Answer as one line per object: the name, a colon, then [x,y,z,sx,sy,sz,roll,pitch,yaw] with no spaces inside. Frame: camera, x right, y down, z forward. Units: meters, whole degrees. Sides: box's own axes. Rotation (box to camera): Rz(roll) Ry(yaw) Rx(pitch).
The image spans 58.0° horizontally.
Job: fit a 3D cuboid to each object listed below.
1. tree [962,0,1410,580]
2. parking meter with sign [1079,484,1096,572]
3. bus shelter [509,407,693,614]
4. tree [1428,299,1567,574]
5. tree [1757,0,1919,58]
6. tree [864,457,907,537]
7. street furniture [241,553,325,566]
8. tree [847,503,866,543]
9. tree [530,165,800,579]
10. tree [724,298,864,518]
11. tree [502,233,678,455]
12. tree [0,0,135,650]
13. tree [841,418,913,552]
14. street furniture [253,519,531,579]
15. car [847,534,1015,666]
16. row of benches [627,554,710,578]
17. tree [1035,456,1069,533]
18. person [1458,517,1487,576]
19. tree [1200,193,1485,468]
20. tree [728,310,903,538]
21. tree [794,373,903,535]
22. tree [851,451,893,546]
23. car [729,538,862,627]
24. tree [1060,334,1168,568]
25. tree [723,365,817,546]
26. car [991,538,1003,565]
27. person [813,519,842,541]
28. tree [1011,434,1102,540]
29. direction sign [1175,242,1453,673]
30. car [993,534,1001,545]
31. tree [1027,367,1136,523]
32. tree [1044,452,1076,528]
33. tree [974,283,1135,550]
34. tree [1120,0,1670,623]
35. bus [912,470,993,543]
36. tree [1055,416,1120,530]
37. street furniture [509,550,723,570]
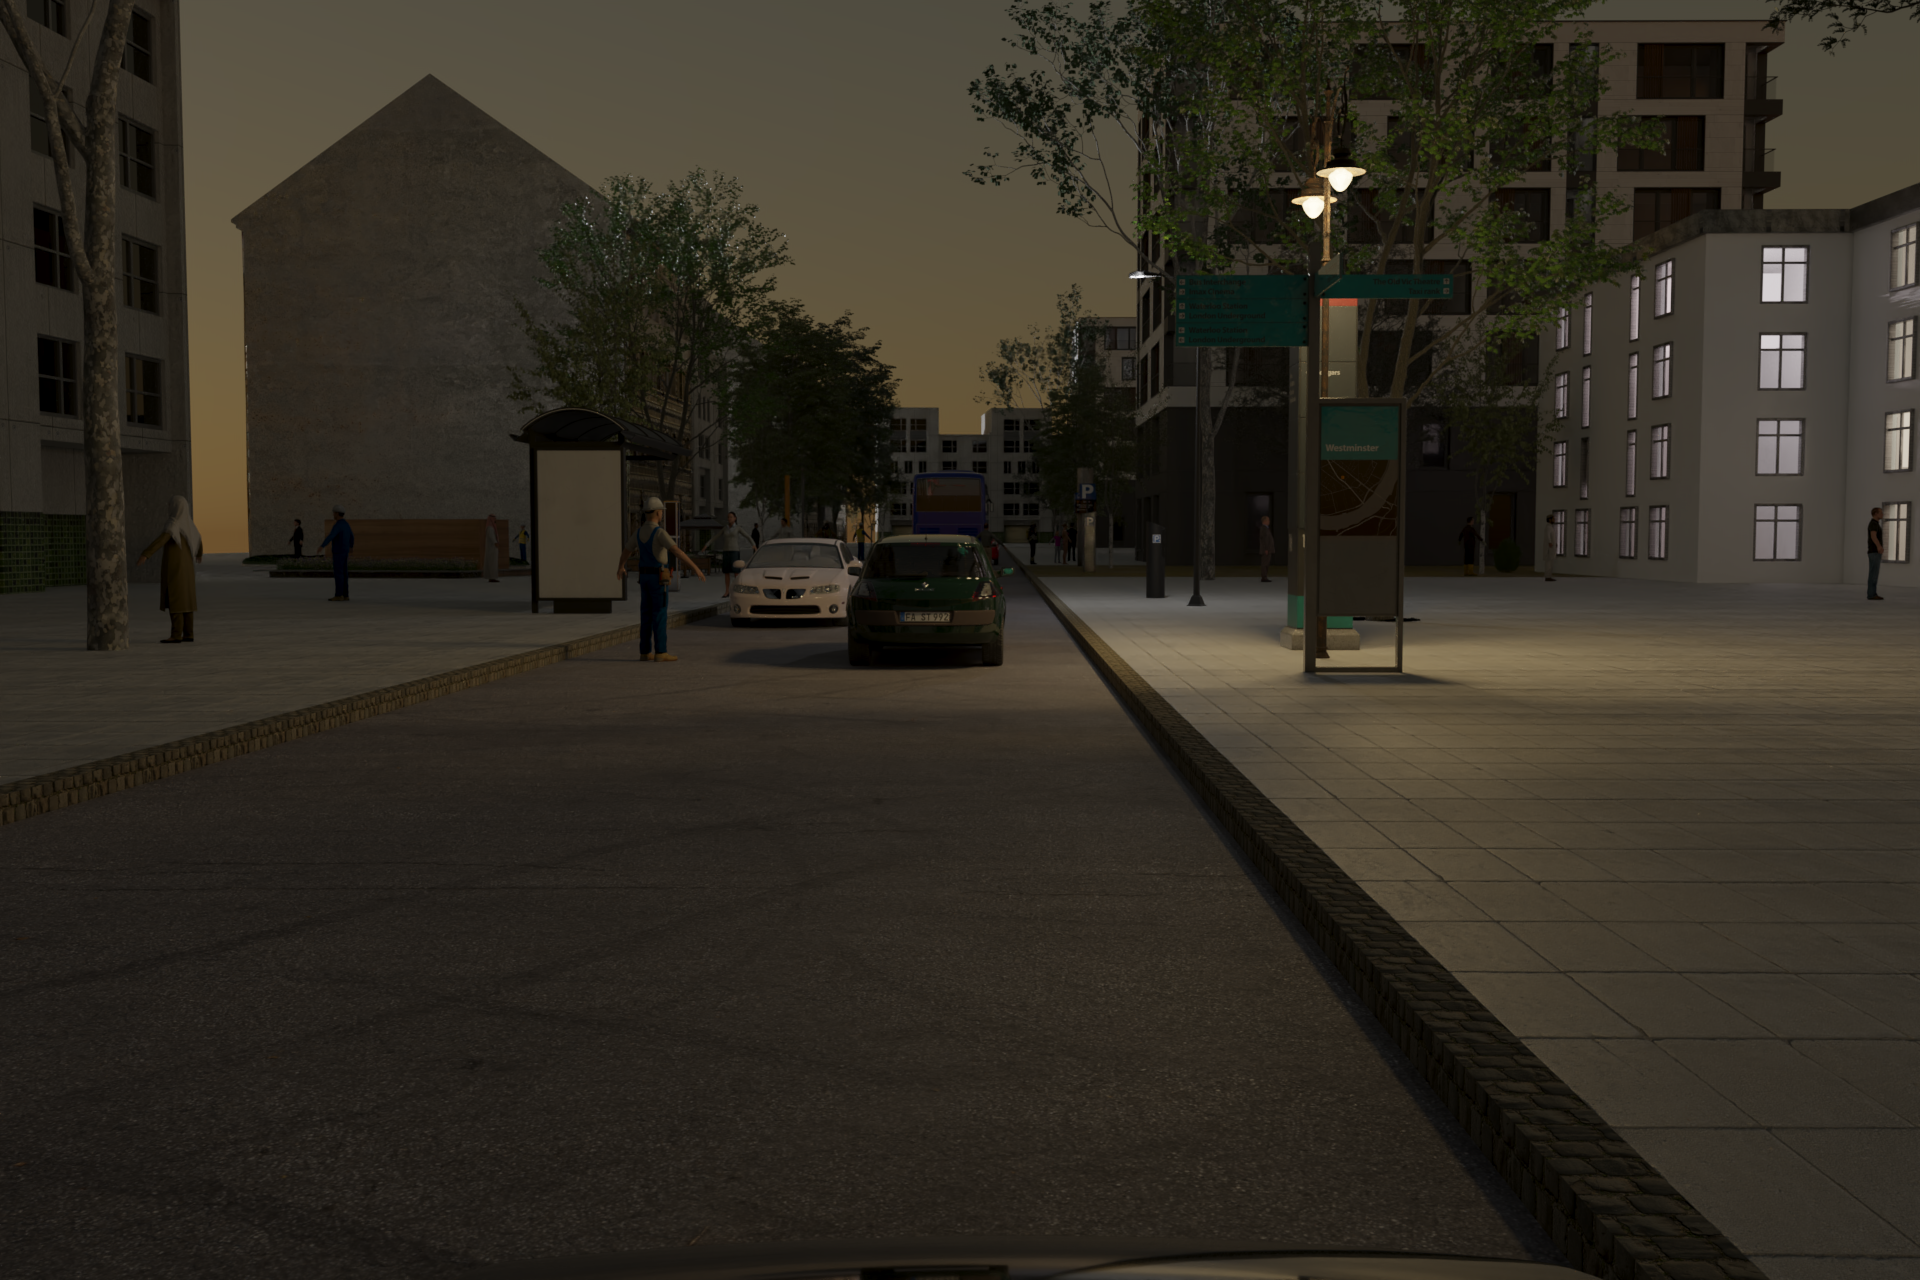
tree: [5.764,-11.686,46.953,12.611,20.169,13.585,0,3,0]
parking meter with sign: [4.380,-3.837,58.996,0.543,3.016,1.738,0,4,1]
bus shelter: [-6.130,-2.228,30.350,2.014,3.302,5.546,0,4,1]
tree: [16.961,-6.416,55.270,4.737,8.622,4.395,0,3,0]
tree: [6.227,-4.453,7.220,8.767,10.594,7.601,3,5,41]
tree: [-6.781,-12.390,152.940,4.737,8.622,4.395,0,3,0]
street furniture: [-24.617,-3.322,69.933,5.734,0.657,10.072,-3,5,-42]
tree: [-14.768,-18.316,249.831,4.360,8.622,3.978,0,3,0]
tree: [-8.480,-7.594,49.914,9.928,11.665,9.643,0,3,0]
tree: [-8.120,-10.132,83.785,7.486,12.596,7.792,0,3,0]
tree: [-8.664,-5.588,41.724,4.737,8.622,4.395,0,3,0]
tree: [-10.820,-9.991,19.236,12.611,20.169,13.585,0,3,0]
tree: [-7.096,-11.464,121.842,8.767,10.594,7.601,3,5,39]
street furniture: [-17.837,-2.837,53.243,9.812,1.723,11.010,1,4,12]
car: [-0.352,-0.640,20.253,2.009,1.686,4.222,0,4,1]
row of benches: [-8.846,-2.254,52.310,1.422,0.672,4.104,1,4,22]
tree: [8.198,-12.335,152.039,4.360,8.622,3.978,0,3,0]
person: [15.664,-2.875,53.144,0.704,1.812,1.346,-1,4,-21]
tree: [13.968,-9.360,63.400,12.009,13.543,11.850,0,3,0]
tree: [-7.981,-11.702,97.990,9.857,13.997,8.962,0,3,0]
tree: [-7.737,-11.207,108.989,9.928,11.665,9.643,0,3,0]
tree: [-7.190,-11.653,140.891,4.360,8.622,3.978,0,3,0]
car: [-2.593,-0.978,28.354,2.083,1.381,4.827,0,4,1]
tree: [5.428,-7.002,64.852,4.360,8.622,3.978,0,3,0]
tree: [-8.750,-7.657,75.558,4.360,8.622,3.978,0,3,0]
car: [0.933,-4.437,81.582,2.155,1.783,4.494,0,4,1]
person: [-5.194,-3.763,67.297,1.354,1.858,0.705,-2,4,-30]
tree: [8.833,-13.693,158.286,8.767,10.594,7.601,0,4,5]
direction sign: [3.232,-1.630,15.415,2.525,3.948,1.411,0,4,1]
car: [1.973,-7.113,128.098,2.131,1.459,4.920,0,4,1]
tree: [8.354,-12.155,116.858,7.486,12.596,7.792,0,3,0]
tree: [8.985,-11.931,145.441,4.737,8.622,4.395,0,3,0]
tree: [7.384,-16.978,133.482,12.611,20.169,13.585,0,3,0]
tree: [6.107,-6.077,25.120,9.928,11.665,9.643,0,3,0]
bus: [-0.226,-4.529,65.602,2.896,3.916,12.251,0,4,2]
tree: [7.380,-9.671,108.482,4.360,8.622,3.978,0,3,0]
street furniture: [-13.343,-3.019,64.989,10.072,0.657,5.734,1,4,8]
